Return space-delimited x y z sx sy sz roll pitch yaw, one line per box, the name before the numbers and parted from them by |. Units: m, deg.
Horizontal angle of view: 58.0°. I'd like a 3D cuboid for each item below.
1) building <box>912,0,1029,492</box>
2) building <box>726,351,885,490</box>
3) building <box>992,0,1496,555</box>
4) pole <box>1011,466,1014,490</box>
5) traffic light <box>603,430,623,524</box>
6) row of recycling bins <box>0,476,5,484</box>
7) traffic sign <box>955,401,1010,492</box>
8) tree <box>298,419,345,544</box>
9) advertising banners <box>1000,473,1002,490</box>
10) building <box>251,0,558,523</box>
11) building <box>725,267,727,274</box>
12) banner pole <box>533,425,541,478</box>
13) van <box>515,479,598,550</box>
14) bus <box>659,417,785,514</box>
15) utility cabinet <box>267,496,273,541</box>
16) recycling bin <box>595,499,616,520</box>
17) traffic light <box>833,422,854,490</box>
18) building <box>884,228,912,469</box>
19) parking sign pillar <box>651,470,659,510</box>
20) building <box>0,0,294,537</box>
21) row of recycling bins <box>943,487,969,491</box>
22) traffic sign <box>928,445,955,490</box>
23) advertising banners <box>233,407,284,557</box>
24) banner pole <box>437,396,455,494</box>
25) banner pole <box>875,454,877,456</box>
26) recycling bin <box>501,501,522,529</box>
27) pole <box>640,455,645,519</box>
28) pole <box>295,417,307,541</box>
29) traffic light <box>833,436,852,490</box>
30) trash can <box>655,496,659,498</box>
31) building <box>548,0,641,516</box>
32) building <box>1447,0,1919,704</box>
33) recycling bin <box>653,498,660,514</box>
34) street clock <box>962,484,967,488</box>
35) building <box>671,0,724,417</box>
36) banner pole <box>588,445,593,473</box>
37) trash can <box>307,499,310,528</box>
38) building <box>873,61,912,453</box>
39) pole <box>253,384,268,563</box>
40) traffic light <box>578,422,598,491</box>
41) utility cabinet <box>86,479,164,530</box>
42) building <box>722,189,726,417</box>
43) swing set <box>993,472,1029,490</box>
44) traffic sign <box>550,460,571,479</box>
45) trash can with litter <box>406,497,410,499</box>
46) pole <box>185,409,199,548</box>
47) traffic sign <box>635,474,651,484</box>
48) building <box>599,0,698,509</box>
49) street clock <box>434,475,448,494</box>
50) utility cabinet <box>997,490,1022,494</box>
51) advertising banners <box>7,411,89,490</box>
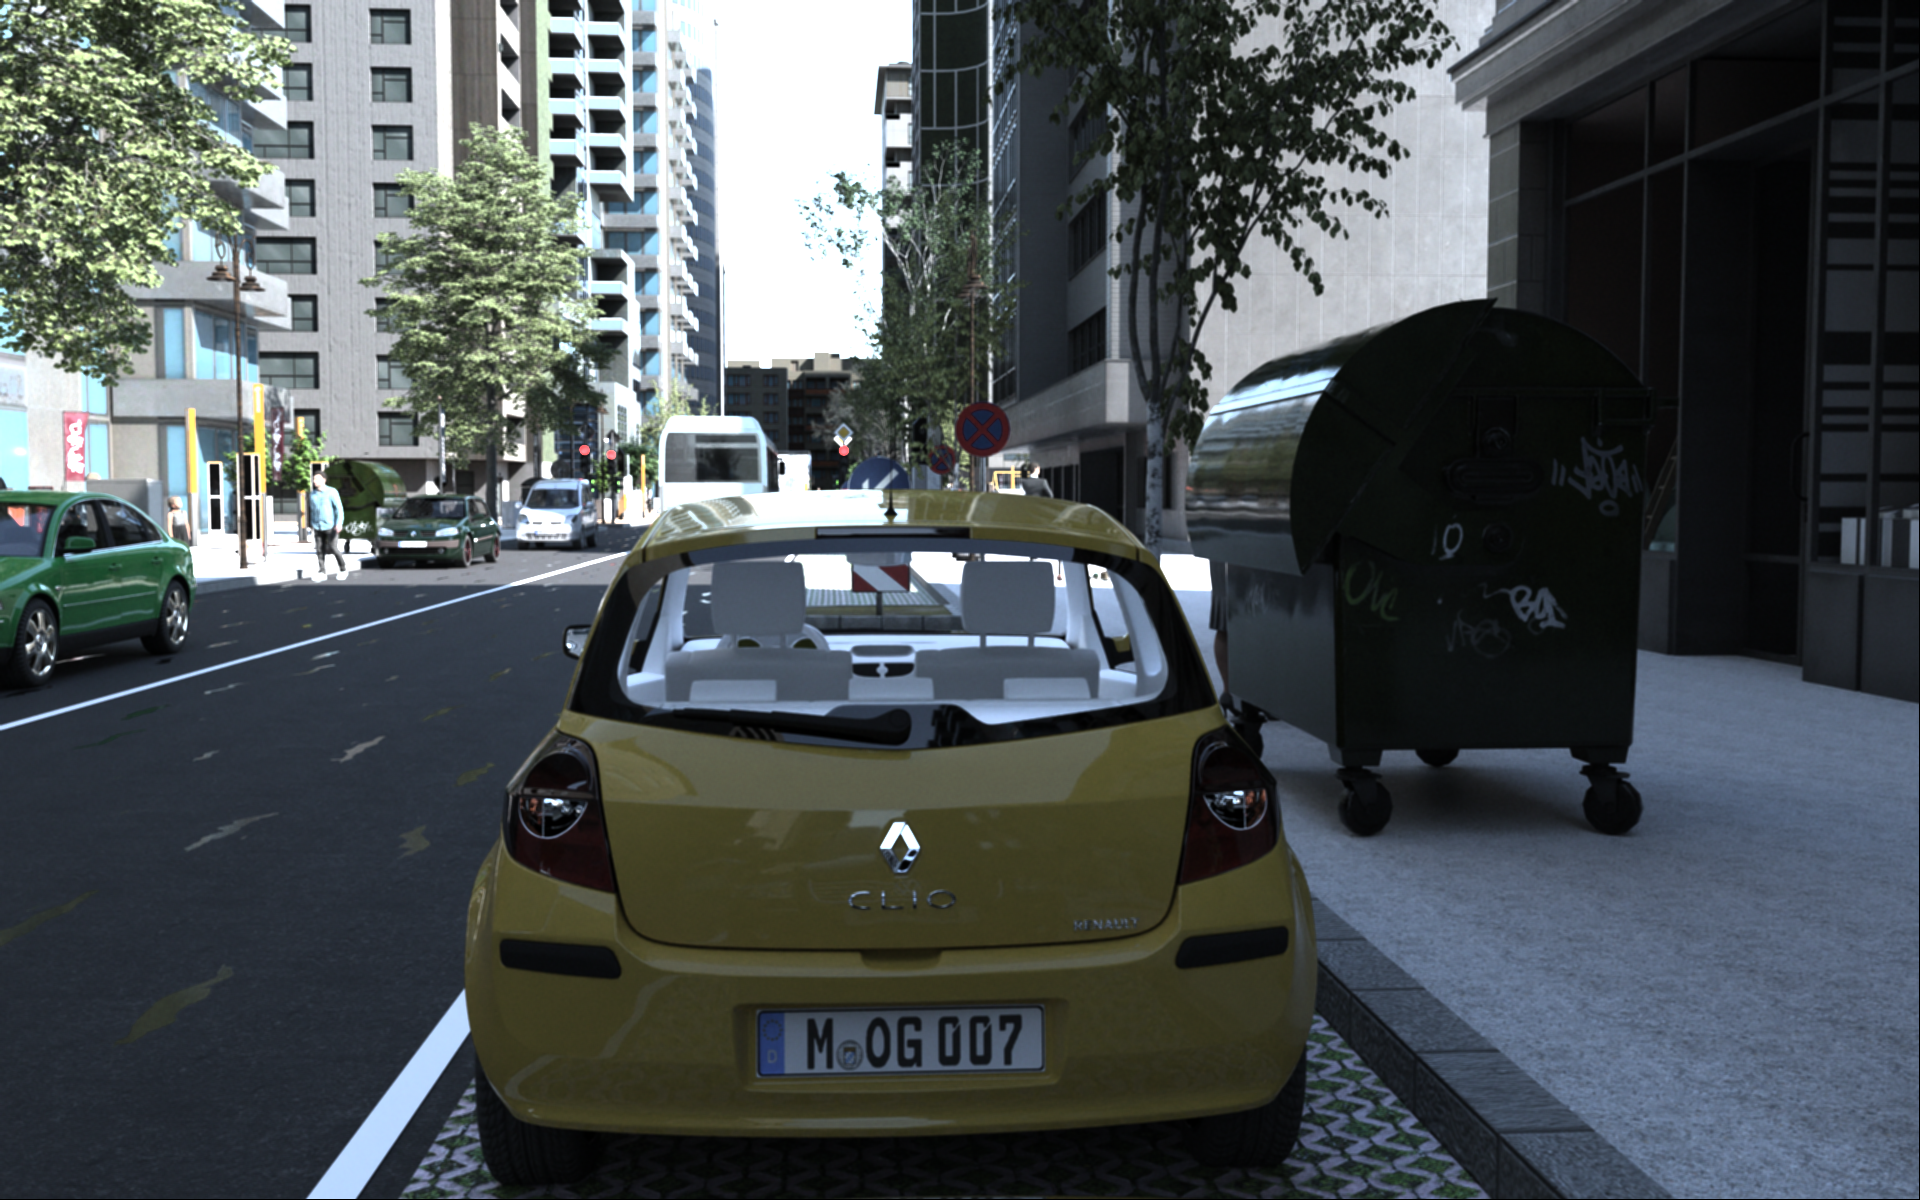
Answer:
building | 3.705 -44.798 170.700 20.563 71.187 20.611 0 4 -4
building | -19.125 -24.835 251.083 28.899 21.520 27.650 0 4 -4
building | 9.161 -14.162 50.608 14.314 24.678 30.058 0 4 -4
pole | 3.841 -8.168 127.383 0.158 3.312 0.155 0 3 0
traffic light | -15.080 -5.280 75.249 0.839 4.253 0.868 0 4 -4
row of recycling bins | -14.574 -1.037 24.063 3.534 1.692 1.069 2 4 26
traffic sign | 0.315 -1.459 23.954 0.768 2.556 0.104 0 4 5
tree | -17.039 -3.070 44.788 1.663 3.219 1.824 0 3 0
advertising banners | 3.056 -8.887 141.487 0.090 3.025 2.074 -1 4 -21
building | -27.739 -19.058 83.305 14.160 30.474 14.107 0 4 -4
building | -46.178 -34.147 250.185 23.993 40.220 32.217 0 4 -4
banner pole | -15.153 -4.410 62.114 0.401 3.779 0.863 -2 4 -31
van | -10.610 -2.367 45.718 2.013 2.044 4.112 0 4 -4
bus | -6.410 -3.236 47.769 2.948 3.499 13.247 0 4 -5
utility cabinet | -19.265 -2.249 47.934 0.306 1.237 1.020 -2 4 -31
recycling bin | -17.387 -4.428 84.958 0.722 1.027 0.722 3 5 41
traffic light | -4.575 -4.837 68.010 0.839 4.253 0.868 0 4 -4
building | -1.328 -25.573 189.821 14.160 30.474 14.107 0 4 -4
parking sign pillar | -24.256 -9.262 139.904 1.447 3.967 1.447 0 4 6
building | -36.780 -26.301 49.628 30.456 49.044 23.786 0 4 -4
row of recycling bins | -0.493 -6.043 105.923 1.069 1.692 3.534 2 4 29
traffic sign | -0.471 -2.731 44.757 0.768 2.556 0.104 0 4 -3
advertising banners | -14.302 -2.396 35.355 2.074 3.025 0.090 3 5 40
banner pole | -13.289 -3.331 44.477 0.401 3.779 0.863 0 4 -5
banner pole | -5.007 -7.179 107.385 0.863 3.779 0.401 1 4 23
recycling bin | -16.393 -3.134 63.797 0.722 1.027 0.722 3 4 36
pole | -16.486 -5.880 89.989 0.158 3.312 0.155 0 3 0
pole | -17.550 -3.197 46.115 0.158 3.312 0.155 0 3 0
traffic light | -5.145 -5.324 75.974 0.839 4.253 0.868 0 4 -4
trash can | -22.985 -7.395 132.554 0.748 1.137 0.748 0 3 0
building | -32.034 -48.880 111.862 22.319 86.520 31.000 0 4 -4
building | 9.509 -10.057 15.339 10.553 20.767 40.483 0 4 -4
recycling bin | -19.185 -5.987 110.449 0.722 1.027 0.722 -1 4 -15
street clock | 0.317 -7.582 128.538 0.358 2.002 0.471 1 4 20
building | -37.951 -39.807 192.846 21.231 58.520 28.212 0 4 -4
banner pole | -18.893 -6.026 88.549 0.401 3.779 0.863 0 4 4
trash can | -24.549 -3.290 65.441 0.748 1.137 0.748 0 3 0
building | 4.194 -37.989 210.351 28.713 52.752 27.495 0 4 -4
pole | -13.030 -2.350 32.260 0.158 3.312 0.155 0 3 0
traffic light | -14.509 -4.793 67.285 0.839 4.253 0.868 0 4 -4
utility cabinet | -12.203 -1.019 25.345 1.173 1.500 0.318 1 4 21
building | -36.249 -32.487 214.756 14.086 41.232 14.154 0 4 -4
swing set | 3.924 -7.650 122.692 3.119 2.851 2.862 -1 4 -15
traffic sign | -14.826 -3.924 64.263 0.768 2.556 0.104 0 4 0
trash can with litter | -20.817 -3.368 66.454 1.055 1.170 0.624 1 4 14
pole | -18.386 -2.912 41.447 0.158 3.312 0.155 0 3 0
traffic sign | -17.054 -5.698 93.171 0.884 2.594 0.081 0 4 4
building | -36.708 -33.288 163.870 23.786 49.044 30.456 0 4 -4
street clock | -19.911 -3.785 66.462 0.471 2.002 0.358 -3 5 -39
utility cabinet | 2.462 -4.736 86.110 1.173 1.500 0.318 -1 4 -16
advertising banners | -19.233 -2.445 36.161 2.074 3.025 0.090 -3 5 -45
